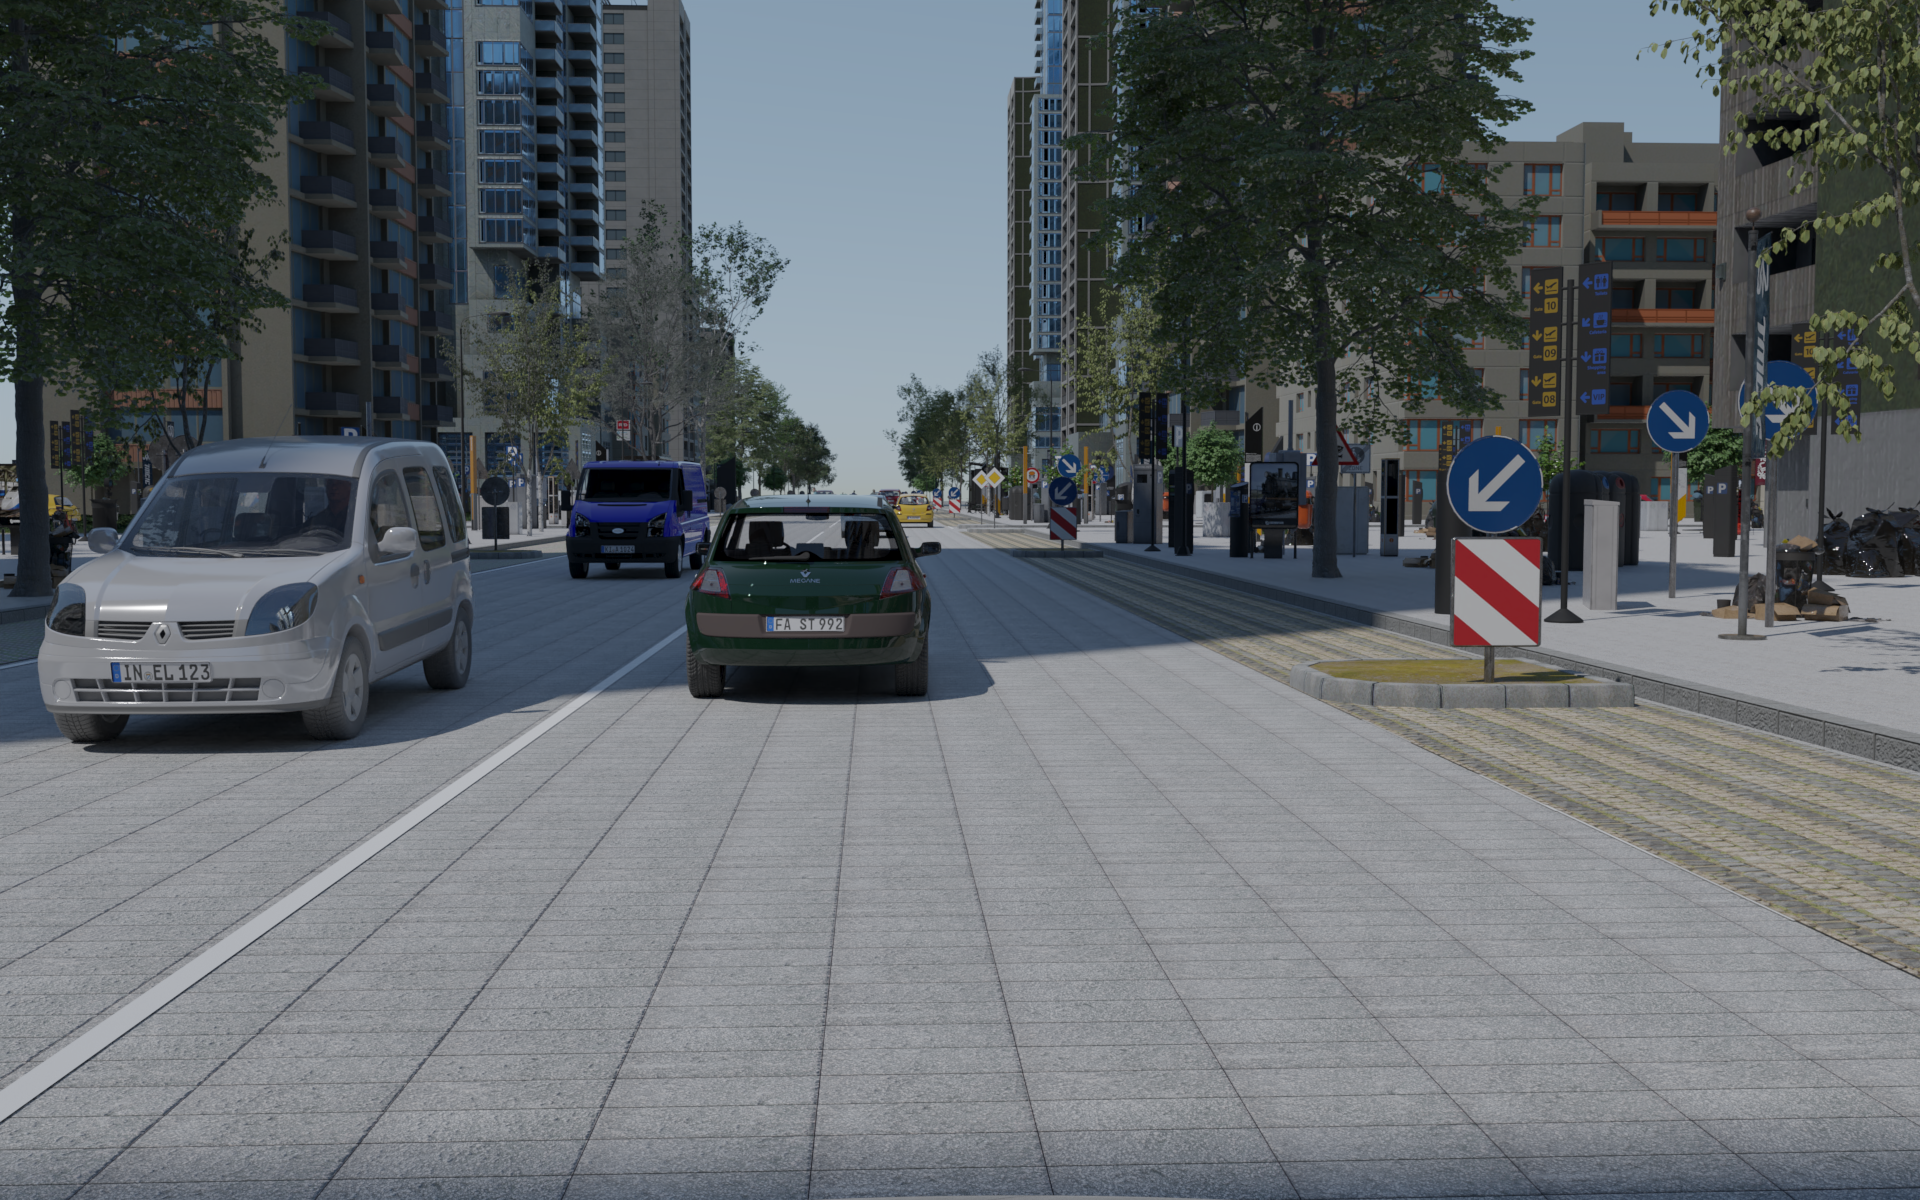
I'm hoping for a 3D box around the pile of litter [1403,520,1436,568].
[{"bbox_3d":[8.335,-0.997,30.261,1.176,0.858,1.719,0,4,8],"label":"pile of litter"}]

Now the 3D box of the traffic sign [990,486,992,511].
[{"bbox_3d":[2.215,-7.614,124.591,0.768,2.556,0.104,0,4,-1],"label":"traffic sign"}]

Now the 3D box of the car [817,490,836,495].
[{"bbox_3d":[-12.618,-9.338,161.349,2.281,1.827,5.304,0,4,-1],"label":"car"}]

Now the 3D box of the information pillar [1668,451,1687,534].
[{"bbox_3d":[22.970,-3.916,55.380,0.504,3.616,0.183,0,4,3],"label":"information pillar"}]

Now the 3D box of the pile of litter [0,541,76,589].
[{"bbox_3d":[-12.596,-0.603,23.827,1.719,0.858,1.176,2,4,32],"label":"pile of litter"}]

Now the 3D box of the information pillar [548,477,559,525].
[{"bbox_3d":[-17.112,-4.185,72.911,0.304,2.012,0.304,2,4,30],"label":"information pillar"}]

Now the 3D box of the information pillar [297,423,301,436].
[{"bbox_3d":[-21.825,-4.031,57.268,0.183,3.616,0.504,-2,4,-26],"label":"information pillar"}]

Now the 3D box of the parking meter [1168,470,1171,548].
[{"bbox_3d":[5.148,-2.195,41.599,0.255,1.863,0.399,1,4,12],"label":"parking meter"}]

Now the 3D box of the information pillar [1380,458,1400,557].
[{"bbox_3d":[8.825,-1.900,35.562,0.304,2.012,0.304,0,4,-4],"label":"information pillar"}]

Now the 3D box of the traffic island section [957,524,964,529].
[{"bbox_3d":[0.926,-3.076,72.569,2.009,0.180,2.903,0,4,-3],"label":"traffic island section"}]

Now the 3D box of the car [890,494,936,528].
[{"bbox_3d":[-2.018,-3.942,74.677,2.015,1.641,3.980,0,4,-2],"label":"car"}]

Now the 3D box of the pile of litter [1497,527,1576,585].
[{"bbox_3d":[7.870,-0.660,24.764,1.719,0.858,1.176,2,4,31],"label":"pile of litter"}]

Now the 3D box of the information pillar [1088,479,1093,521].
[{"bbox_3d":[6.066,-4.696,81.264,0.304,2.012,0.304,0,4,7],"label":"information pillar"}]

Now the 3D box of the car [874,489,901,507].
[{"bbox_3d":[-4.895,-6.880,121.169,2.281,1.827,5.304,0,4,-2],"label":"car"}]

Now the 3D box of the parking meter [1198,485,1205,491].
[{"bbox_3d":[15.297,-6.368,109.835,0.399,1.863,0.255,-2,4,-28],"label":"parking meter"}]

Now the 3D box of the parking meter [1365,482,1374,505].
[{"bbox_3d":[18.934,-4.554,80.161,0.399,1.863,0.255,0,4,8],"label":"parking meter"}]

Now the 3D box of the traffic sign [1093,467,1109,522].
[{"bbox_3d":[6.506,-4.902,80.249,0.768,2.556,0.104,0,4,3],"label":"traffic sign"}]

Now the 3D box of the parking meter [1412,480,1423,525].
[{"bbox_3d":[19.285,-4.115,72.998,0.399,1.863,0.255,0,4,0],"label":"parking meter"}]

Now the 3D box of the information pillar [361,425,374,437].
[{"bbox_3d":[-20.263,-4.158,59.345,0.504,3.616,0.183,-3,5,-42],"label":"information pillar"}]

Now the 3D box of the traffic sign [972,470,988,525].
[{"bbox_3d":[0.903,-4.211,72.491,0.795,2.450,0.064,0,4,-3],"label":"traffic sign"}]

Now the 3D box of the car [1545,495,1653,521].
[{"bbox_3d":[25.630,-3.677,69.163,4.494,1.783,2.155,0,4,-4],"label":"car"}]

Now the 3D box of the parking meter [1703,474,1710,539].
[{"bbox_3d":[21.642,-2.699,49.835,0.399,1.863,0.255,3,5,43],"label":"parking meter"}]

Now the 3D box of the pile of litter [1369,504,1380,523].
[{"bbox_3d":[18.747,-3.946,78.479,1.176,0.858,1.719,-1,4,-19],"label":"pile of litter"}]

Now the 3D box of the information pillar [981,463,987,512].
[{"bbox_3d":[1.786,-8.238,126.048,0.504,3.616,0.183,-2,4,-32],"label":"information pillar"}]

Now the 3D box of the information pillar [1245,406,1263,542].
[{"bbox_3d":[7.891,-3.369,46.441,0.504,3.616,0.183,2,4,30],"label":"information pillar"}]

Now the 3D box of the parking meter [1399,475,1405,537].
[{"bbox_3d":[13.134,-2.831,51.998,0.255,1.863,0.399,-3,5,-43],"label":"parking meter"}]

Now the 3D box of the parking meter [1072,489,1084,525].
[{"bbox_3d":[4.886,-3.923,72.545,0.372,1.533,0.369,0,3,0],"label":"parking meter"}]

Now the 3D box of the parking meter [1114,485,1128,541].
[{"bbox_3d":[4.396,-2.371,47.172,0.372,1.533,0.369,0,3,0],"label":"parking meter"}]

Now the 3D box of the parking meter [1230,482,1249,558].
[{"bbox_3d":[5.663,-1.634,35.132,0.372,1.533,0.369,0,3,0],"label":"parking meter"}]

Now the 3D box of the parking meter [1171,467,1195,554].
[{"bbox_3d":[4.801,-1.917,37.059,0.399,1.863,0.255,-3,5,-40],"label":"parking meter"}]

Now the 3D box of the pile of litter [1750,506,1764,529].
[{"bbox_3d":[29.718,-3.109,64.796,1.719,0.858,1.176,2,4,31],"label":"pile of litter"}]

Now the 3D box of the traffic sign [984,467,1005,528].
[{"bbox_3d":[1.283,-3.723,64.515,0.795,2.450,0.064,0,4,-3],"label":"traffic sign"}]

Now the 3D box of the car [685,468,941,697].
[{"bbox_3d":[-1.132,-0.236,13.644,2.009,1.686,4.222,0,4,-3],"label":"car"}]

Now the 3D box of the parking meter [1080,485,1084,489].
[{"bbox_3d":[7.465,-6.089,105.263,0.255,1.863,0.399,-2,4,-31],"label":"parking meter"}]

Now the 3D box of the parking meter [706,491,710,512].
[{"bbox_3d":[-17.632,-6.884,120.961,0.372,1.533,0.369,0,3,0],"label":"parking meter"}]

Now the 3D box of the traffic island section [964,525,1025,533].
[{"bbox_3d":[1.307,-2.588,64.593,2.009,0.180,2.903,0,4,-3],"label":"traffic island section"}]

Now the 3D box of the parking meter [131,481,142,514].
[{"bbox_3d":[-36.365,-4.329,76.483,0.399,1.863,0.255,1,4,17],"label":"parking meter"}]

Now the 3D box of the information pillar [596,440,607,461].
[{"bbox_3d":[-15.556,-5.122,75.098,0.504,3.616,0.183,1,4,9],"label":"information pillar"}]

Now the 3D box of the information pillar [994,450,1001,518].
[{"bbox_3d":[1.998,-6.210,92.894,0.183,3.616,0.504,3,4,38],"label":"information pillar"}]

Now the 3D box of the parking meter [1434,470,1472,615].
[{"bbox_3d":[5.283,-0.619,18.533,0.372,1.533,0.369,0,3,0],"label":"parking meter"}]

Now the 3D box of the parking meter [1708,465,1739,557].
[{"bbox_3d":[15.549,-1.805,35.222,0.255,1.863,0.399,-2,4,-34],"label":"parking meter"}]

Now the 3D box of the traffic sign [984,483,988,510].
[{"bbox_3d":[1.802,-7.595,124.185,0.884,2.594,0.081,0,4,5],"label":"traffic sign"}]

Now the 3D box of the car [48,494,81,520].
[{"bbox_3d":[-36.133,-3.458,66.757,3.980,1.641,2.015,0,4,-2],"label":"car"}]

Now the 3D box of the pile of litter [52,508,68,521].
[{"bbox_3d":[-26.878,-2.281,51.253,1.176,0.858,1.719,2,4,28],"label":"pile of litter"}]

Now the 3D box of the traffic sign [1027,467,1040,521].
[{"bbox_3d":[3.411,-5.023,82.225,0.768,2.556,0.104,0,4,-1],"label":"traffic sign"}]

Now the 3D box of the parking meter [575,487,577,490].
[{"bbox_3d":[-31.331,-8.307,141.526,0.255,1.863,0.399,-2,4,-23],"label":"parking meter"}]

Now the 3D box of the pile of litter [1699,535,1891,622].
[{"bbox_3d":[8.584,-0.234,17.791,1.719,0.858,1.176,3,5,43],"label":"pile of litter"}]

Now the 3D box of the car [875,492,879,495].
[{"bbox_3d":[-14.345,-17.681,297.759,2.281,1.827,5.304,0,4,-3],"label":"car"}]

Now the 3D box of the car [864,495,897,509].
[{"bbox_3d":[-3.089,-2.799,57.760,2.014,1.417,4.499,0,4,-3],"label":"car"}]
